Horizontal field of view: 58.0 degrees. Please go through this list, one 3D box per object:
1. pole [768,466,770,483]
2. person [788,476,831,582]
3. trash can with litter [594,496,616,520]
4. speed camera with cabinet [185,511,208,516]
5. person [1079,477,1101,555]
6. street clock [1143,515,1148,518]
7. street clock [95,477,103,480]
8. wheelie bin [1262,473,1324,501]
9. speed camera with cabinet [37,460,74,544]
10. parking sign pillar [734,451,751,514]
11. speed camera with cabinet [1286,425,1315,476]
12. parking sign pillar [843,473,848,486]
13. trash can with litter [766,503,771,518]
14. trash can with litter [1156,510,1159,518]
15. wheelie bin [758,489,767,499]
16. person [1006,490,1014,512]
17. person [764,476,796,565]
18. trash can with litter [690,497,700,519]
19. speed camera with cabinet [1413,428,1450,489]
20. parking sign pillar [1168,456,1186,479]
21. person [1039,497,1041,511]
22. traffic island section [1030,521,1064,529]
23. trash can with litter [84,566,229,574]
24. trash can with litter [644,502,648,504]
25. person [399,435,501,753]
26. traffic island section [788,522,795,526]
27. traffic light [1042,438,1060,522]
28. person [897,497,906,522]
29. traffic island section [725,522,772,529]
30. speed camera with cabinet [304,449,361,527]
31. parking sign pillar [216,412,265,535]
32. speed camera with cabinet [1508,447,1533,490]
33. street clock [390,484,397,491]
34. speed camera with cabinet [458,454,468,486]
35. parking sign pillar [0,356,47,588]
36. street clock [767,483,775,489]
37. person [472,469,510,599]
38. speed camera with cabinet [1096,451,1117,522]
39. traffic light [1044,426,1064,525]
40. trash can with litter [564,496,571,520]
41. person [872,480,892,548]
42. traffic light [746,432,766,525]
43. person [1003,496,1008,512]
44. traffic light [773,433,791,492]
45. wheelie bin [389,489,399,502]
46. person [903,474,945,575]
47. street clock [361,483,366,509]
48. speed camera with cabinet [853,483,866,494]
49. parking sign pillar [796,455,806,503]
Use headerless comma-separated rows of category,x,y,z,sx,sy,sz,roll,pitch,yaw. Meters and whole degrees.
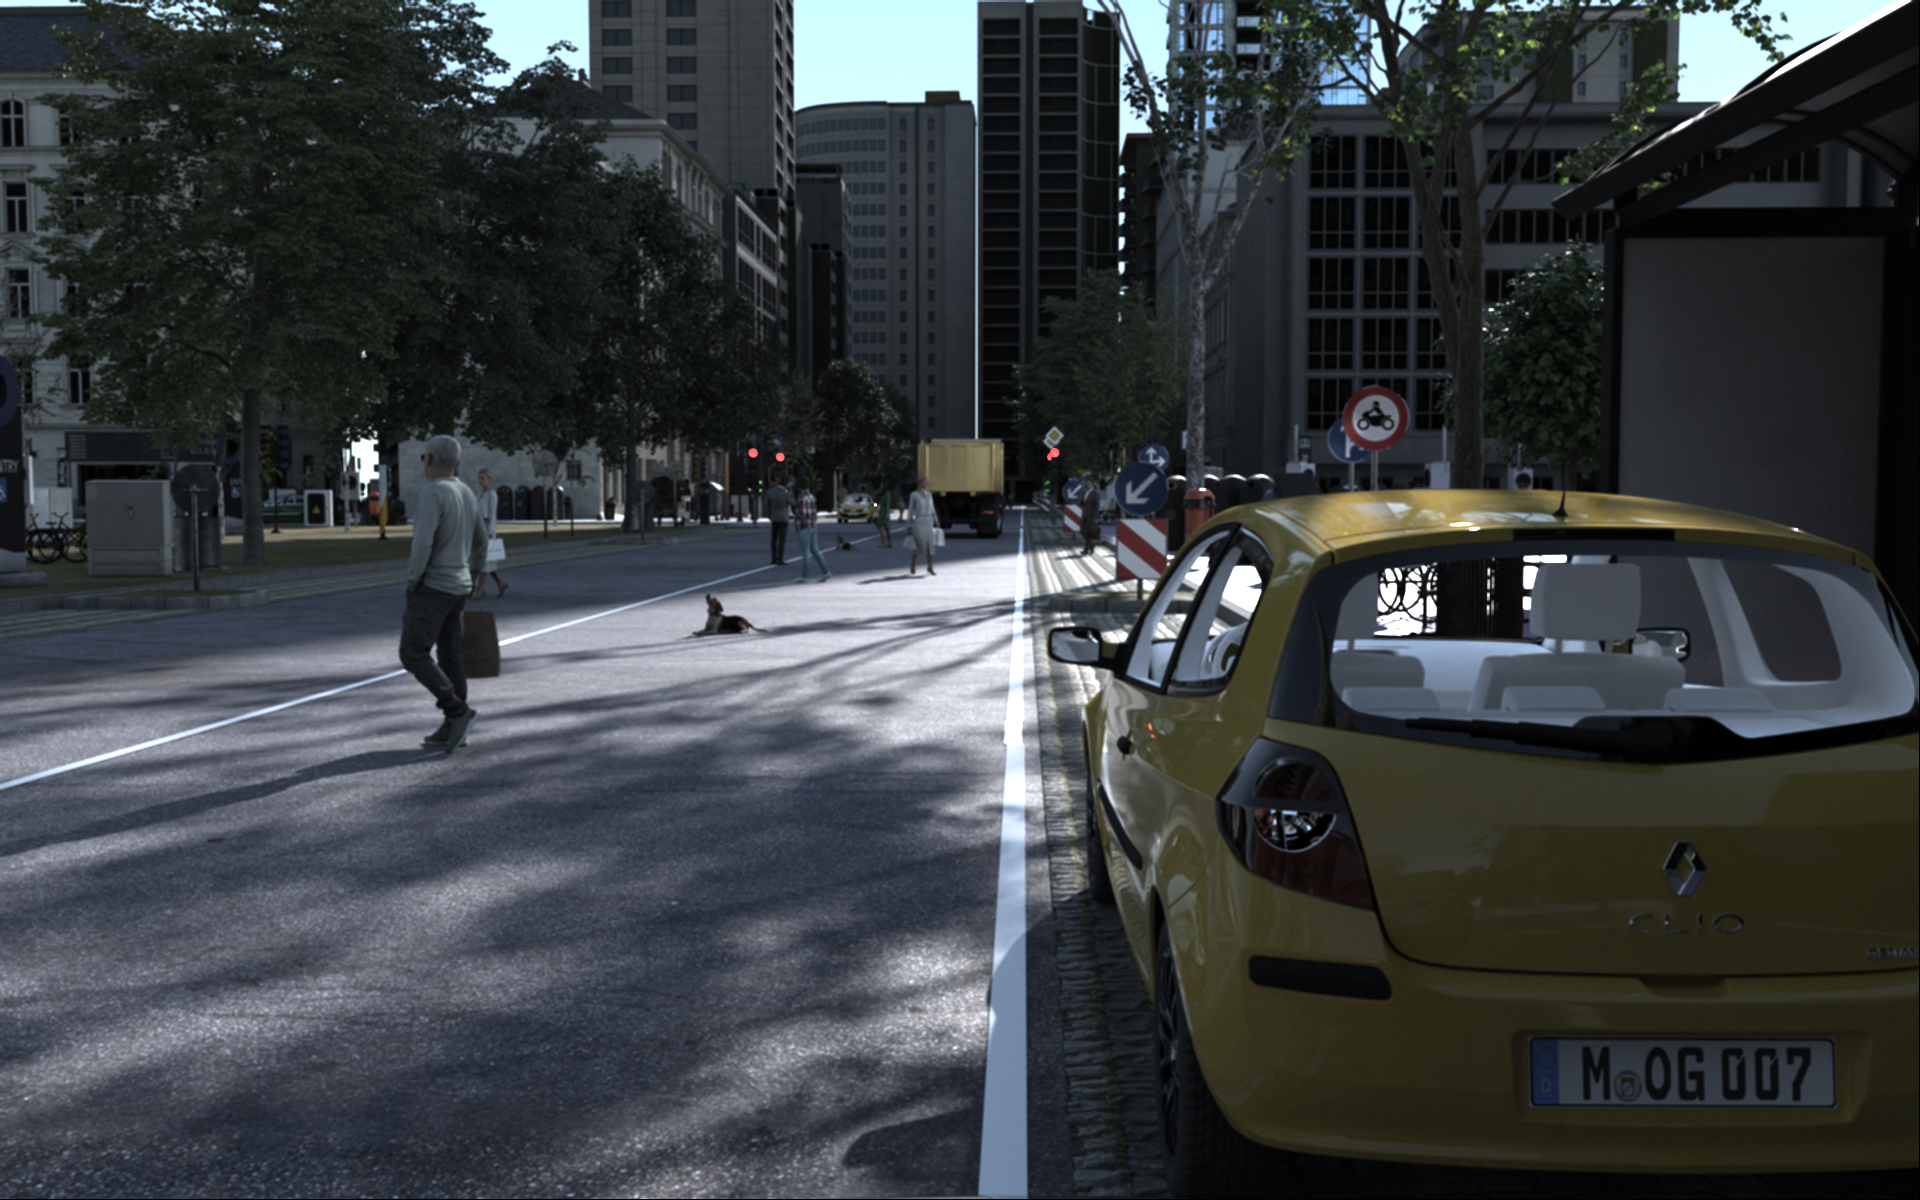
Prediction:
pole,-14.078,-8.194,127.819,0.158,3.312,0.155,0,3,0
person,-2.469,-1.157,28.255,0.643,1.720,0.563,1,4,22
trash can with litter,-17.444,-4.511,85.141,1.055,1.170,0.624,-1,4,-17
speed camera with cabinet,-36.970,-5.552,85.118,2.038,3.252,0.660,-1,4,-15
person,3.062,-1.977,40.783,0.622,1.834,0.822,3,4,39
street clock,4.945,-2.563,46.475,0.358,2.002,0.471,0,4,6
street clock,-36.322,-4.192,73.107,0.358,2.002,0.471,-3,4,-37
wheelie bin,4.987,-1.110,26.060,0.980,1.594,0.693,-1,4,-13
speed camera with cabinet,-22.984,-3.000,43.380,2.038,3.252,0.660,3,4,38
parking sign pillar,-13.913,-7.439,110.106,1.447,3.967,1.447,-2,4,-30
speed camera with cabinet,9.205,-3.340,48.943,2.038,3.252,0.660,-3,5,-42
parking sign pillar,-9.709,-9.846,149.460,1.447,3.967,1.447,1,4,11
trash can with litter,-9.755,-4.893,91.389,1.055,1.170,0.624,1,4,23
trash can with litter,7.095,-3.198,63.347,1.678,1.210,2.233,1,4,22
wheelie bin,-12.752,-6.441,113.221,0.693,1.594,0.980,2,4,27
person,4.039,-7.937,138.854,0.593,1.750,0.643,1,4,22
person,-3.633,-1.604,34.911,0.592,1.802,0.473,2,4,31
trash can with litter,-13.589,-4.673,87.798,0.624,1.170,1.055,1,4,18
speed camera with cabinet,13.540,-3.396,49.868,0.660,3.252,2.038,0,4,0
parking sign pillar,13.424,-7.199,106.174,1.447,3.967,1.447,-2,4,-26
person,6.442,-7.775,135.809,0.537,1.800,0.526,2,4,35
traffic island section,4.211,-3.506,79.602,2.009,0.180,2.903,0,4,2
trash can with litter,-13.379,-1.089,28.867,2.233,1.210,1.678,-2,4,-28
trash can with litter,-15.426,-4.488,84.766,0.624,1.170,1.055,-2,4,-27
person,-2.884,-0.058,9.934,0.515,1.767,0.782,1,4,12
traffic island section,-8.272,-3.534,80.058,2.009,0.180,2.903,0,4,2
traffic light,4.172,-5.539,79.490,0.839,4.253,0.868,0,4,2
person,-2.948,-4.575,87.577,0.475,1.303,0.640,-3,5,-41
traffic island section,-8.561,-3.046,72.079,2.009,0.180,2.903,0,4,2
speed camera with cabinet,-24.435,-4.469,67.409,2.038,3.252,0.660,-1,4,-11
parking sign pillar,-22.660,-4.034,54.427,1.447,3.967,1.447,1,4,12
speed camera with cabinet,18.615,-3.992,59.612,2.038,3.252,0.660,0,4,-4
street clock,-40.043,-7.211,122.466,0.471,2.002,0.358,-2,4,-25
speed camera with cabinet,-24.989,-5.637,86.507,0.660,3.252,2.038,-1,4,-21
parking sign pillar,-13.513,-2.171,23.961,1.447,3.967,1.447,0,4,-1
street clock,-11.950,-6.409,109.363,0.471,2.002,0.358,-1,4,-15
person,-6.461,-0.913,23.776,0.624,1.780,0.694,-2,4,-30
speed camera with cabinet,6.402,-5.201,79.376,0.660,3.252,2.038,-2,4,-27
traffic light,3.882,-5.051,71.510,0.839,4.253,0.868,0,4,2
trash can with litter,-19.673,-4.603,86.653,0.624,1.170,1.055,-1,4,-9
person,-2.001,-2.291,46.209,0.529,1.795,0.600,-2,4,-35
traffic light,-8.522,-5.078,71.942,0.839,4.253,0.868,0,4,2
person,3.452,-7.443,134.473,0.640,1.303,0.475,0,4,-7
traffic light,-8.232,-5.566,79.922,0.839,4.253,0.868,0,4,2
wheelie bin,-34.645,-6.034,106.562,0.693,1.594,0.980,3,5,41
person,-0.650,-1.343,30.809,0.694,1.780,0.624,-1,4,-17
street clock,-37.697,-6.406,109.306,0.358,2.002,0.471,0,4,2
speed camera with cabinet,-9.356,-9.823,154.946,2.038,3.252,0.660,-3,4,-38
parking sign pillar,-10.657,-7.896,117.564,1.447,3.967,1.447,1,4,20
